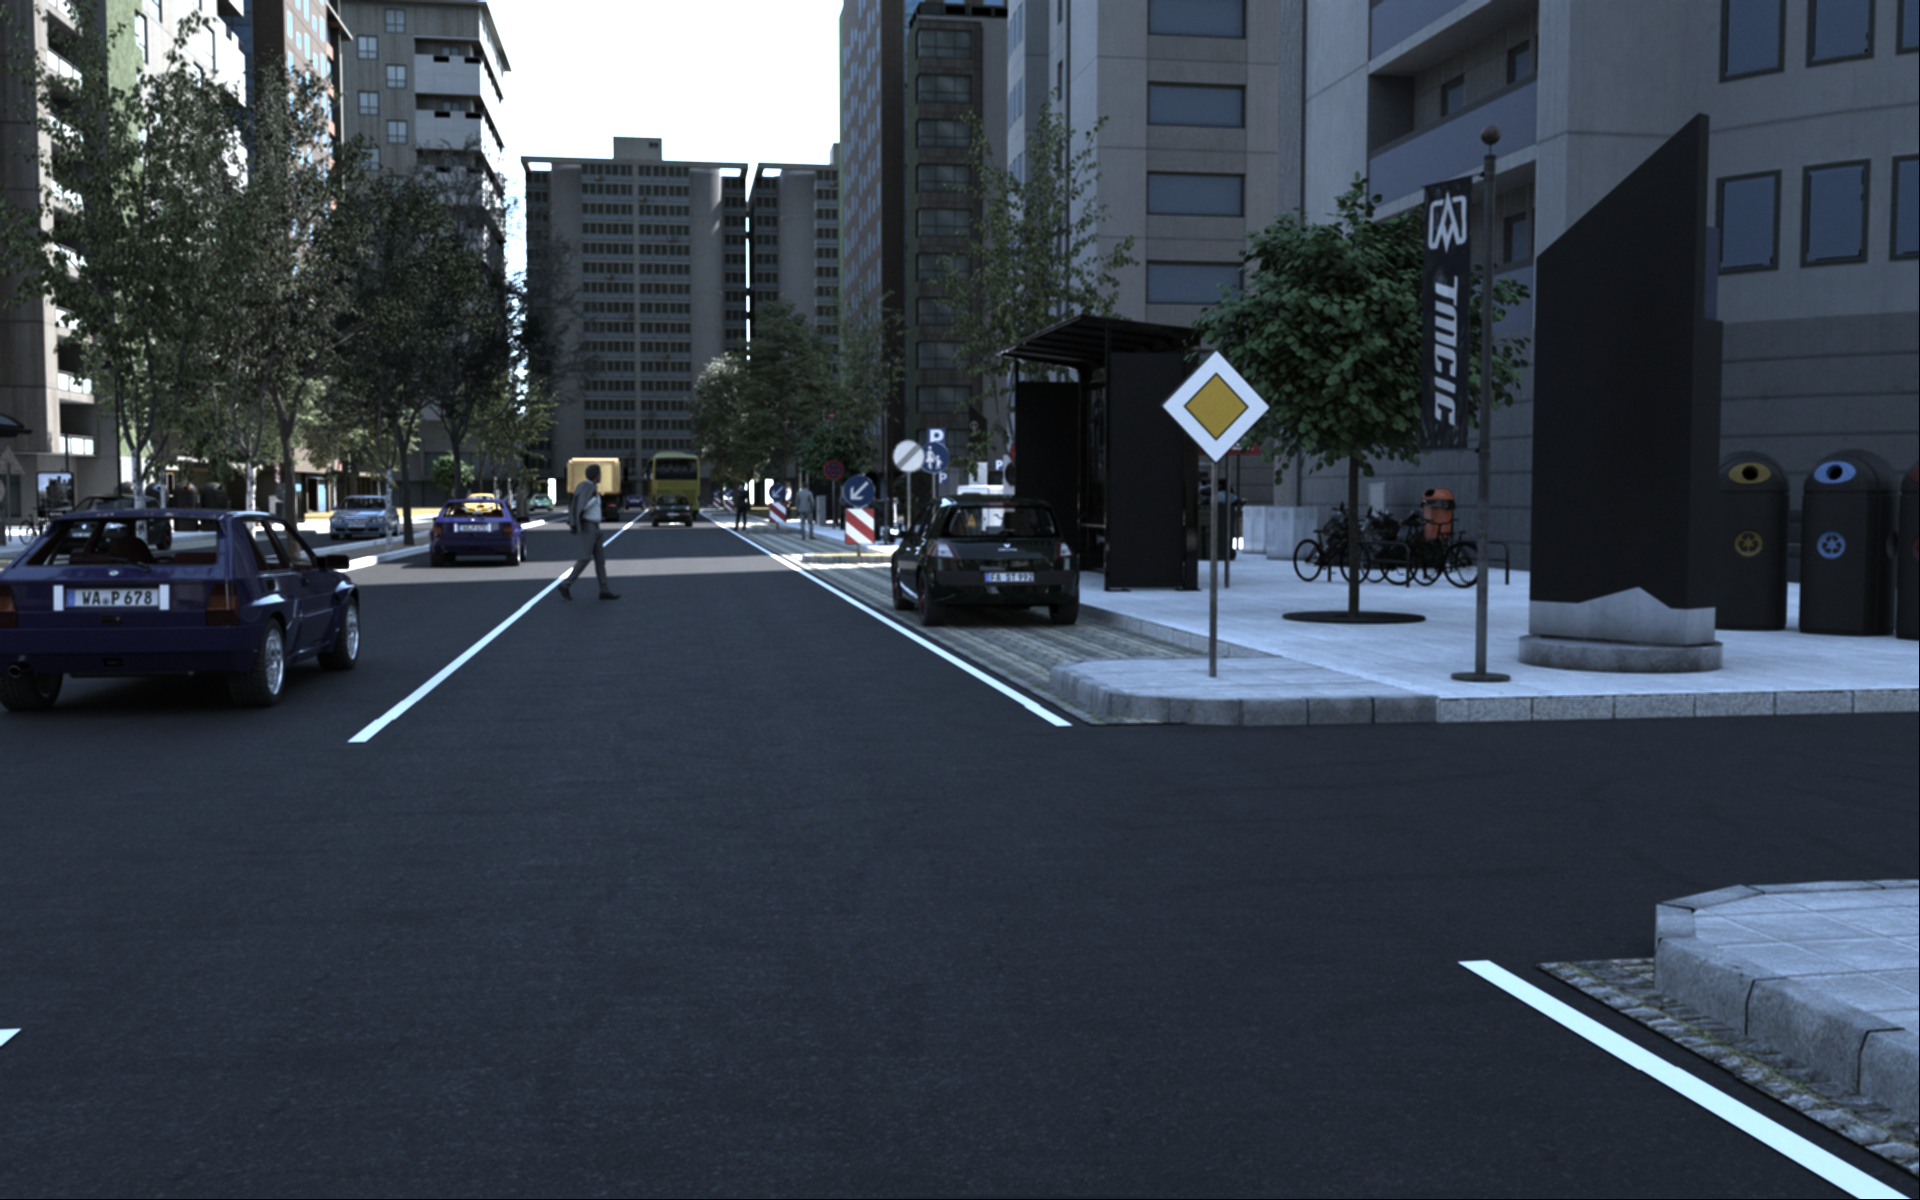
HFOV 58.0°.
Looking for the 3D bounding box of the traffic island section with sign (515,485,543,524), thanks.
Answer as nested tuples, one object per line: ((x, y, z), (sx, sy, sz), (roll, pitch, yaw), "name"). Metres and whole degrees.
((-21.311, -4.648, 84.139), (2.006, 1.907, 1.989), (-1, 4, -10), "traffic island section with sign")

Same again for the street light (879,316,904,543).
((-1.791, -4.428, 45.180), (0.468, 5.910, 1.993), (-1, 4, -10), "street light")

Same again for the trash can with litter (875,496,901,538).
((-1.815, -2.401, 50.311), (2.233, 1.210, 1.678), (-1, 4, -20), "trash can with litter")

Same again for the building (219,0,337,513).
((-50.188, -28.401, 114.468), (14.600, 45.320, 14.200), (-1, 4, -10), "building")

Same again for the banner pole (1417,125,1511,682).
((3.495, -1.349, 12.080), (0.401, 3.779, 0.863), (-2, 4, -28), "banner pole")

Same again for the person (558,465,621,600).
((-5.040, -0.910, 23.484), (0.850, 1.850, 0.679), (0, 4, 0), "person")

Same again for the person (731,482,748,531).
((-8.547, -3.643, 67.423), (0.648, 1.900, 0.474), (3, 5, 40), "person")

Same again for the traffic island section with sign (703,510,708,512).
((-19.650, -7.979, 139.089), (1.989, 1.847, 2.006), (-1, 4, -10), "traffic island section with sign")

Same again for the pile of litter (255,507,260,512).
((-27.415, -3.301, 67.940), (1.176, 0.858, 1.719), (1, 4, 10), "pile of litter")

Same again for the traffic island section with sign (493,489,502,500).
((-36.379, -7.812, 136.355), (1.989, 1.847, 2.006), (-1, 4, -10), "traffic island section with sign")

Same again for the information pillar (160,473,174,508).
((-27.804, -3.442, 60.768), (0.304, 2.012, 0.304), (1, 4, 20), "information pillar")

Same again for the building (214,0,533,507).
((-60.450, -36.409, 184.525), (27.495, 52.752, 28.713), (-1, 4, -10), "building")

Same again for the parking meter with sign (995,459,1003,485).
((2.501, -5.610, 87.991), (0.543, 3.016, 1.738), (3, 4, 37), "parking meter with sign")

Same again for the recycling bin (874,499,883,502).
((-3.675, -3.842, 75.366), (0.722, 1.027, 0.722), (-1, 4, -22), "recycling bin")

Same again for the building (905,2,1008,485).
((3.411, -20.509, 107.027), (14.160, 30.474, 14.107), (-1, 4, -10), "building")

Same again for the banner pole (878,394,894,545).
((-1.859, -3.250, 43.149), (0.401, 3.779, 0.863), (0, 4, 0), "banner pole")

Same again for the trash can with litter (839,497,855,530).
((-3.992, -3.102, 62.101), (0.624, 1.170, 1.055), (-1, 4, -14), "trash can with litter")

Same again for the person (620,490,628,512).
((-26.887, -7.842, 137.233), (1.217, 1.766, 0.721), (-3, 4, -36), "person")

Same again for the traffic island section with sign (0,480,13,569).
((-19.043, -1.529, 33.621), (1.989, 1.847, 2.006), (-1, 4, -10), "traffic island section with sign")

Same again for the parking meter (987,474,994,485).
((0.762, -2.701, 49.876), (0.399, 1.863, 0.255), (2, 4, 34), "parking meter")

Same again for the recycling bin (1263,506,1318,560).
((6.493, -1.304, 33.881), (0.722, 1.027, 0.722), (-2, 4, -34), "recycling bin")

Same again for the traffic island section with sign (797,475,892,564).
((-2.306, -1.700, 36.427), (1.989, 1.847, 2.006), (-1, 4, -10), "traffic island section with sign")

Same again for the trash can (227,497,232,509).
((-31.334, -3.790, 73.620), (0.748, 1.137, 0.748), (0, 3, 0), "trash can")

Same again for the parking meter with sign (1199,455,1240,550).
((5.559, -2.656, 39.683), (1.738, 3.016, 0.543), (0, 4, -5), "parking meter with sign")

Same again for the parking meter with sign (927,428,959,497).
((-0.310, -3.076, 46.550), (0.543, 3.016, 1.738), (1, 4, 21), "parking meter with sign")

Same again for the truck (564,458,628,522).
((-19.478, -5.905, 92.469), (3.469, 3.379, 9.791), (-1, 4, -11), "truck")

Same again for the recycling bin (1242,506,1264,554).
((6.569, -1.510, 37.249), (0.722, 1.027, 0.722), (-2, 4, -33), "recycling bin")

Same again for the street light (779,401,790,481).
((-8.705, -6.933, 86.135), (0.468, 5.910, 1.993), (-1, 4, -10), "street light")

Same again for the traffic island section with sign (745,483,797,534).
((-6.791, -3.326, 63.008), (1.989, 1.847, 2.006), (-1, 4, -10), "traffic island section with sign")

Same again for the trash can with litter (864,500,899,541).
((-2.179, -2.213, 47.576), (1.055, 1.170, 0.624), (1, 4, 20), "trash can with litter")

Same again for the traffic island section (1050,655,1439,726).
((1.793, 0.618, 12.170), (2.009, 0.180, 2.903), (-1, 4, -10), "traffic island section")

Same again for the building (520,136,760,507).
((-35.345, -30.517, 190.840), (23.993, 40.220, 32.217), (-1, 4, -10), "building")

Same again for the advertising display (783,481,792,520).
((-8.409, -4.844, 84.406), (0.123, 1.923, 0.974), (1, 4, 13), "advertising display")

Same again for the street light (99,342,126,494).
((-24.095, -4.696, 49.571), (0.468, 5.910, 1.993), (-1, 4, -10), "street light")

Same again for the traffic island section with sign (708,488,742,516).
((-15.148, -6.354, 112.511), (1.989, 1.847, 2.006), (-1, 4, -10), "traffic island section with sign")

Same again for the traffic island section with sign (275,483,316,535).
((-23.539, -3.157, 60.250), (1.989, 1.847, 2.006), (-1, 4, -10), "traffic island section with sign")

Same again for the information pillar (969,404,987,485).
((0.454, -3.274, 44.886), (0.504, 3.616, 0.183), (1, 4, 18), "information pillar")

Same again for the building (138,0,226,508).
((-54.718, -30.755, 92.076), (28.713, 52.752, 27.495), (-1, 4, -10), "building")

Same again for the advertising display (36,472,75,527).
((-26.077, -2.737, 49.958), (0.974, 1.923, 0.123), (-1, 4, -12), "advertising display")

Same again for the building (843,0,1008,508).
((-1.452, -29.626, 134.491), (14.600, 45.320, 14.200), (-1, 4, -10), "building")

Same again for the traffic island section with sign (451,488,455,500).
((-31.897, -6.186, 109.774), (1.989, 1.847, 2.006), (-1, 4, -10), "traffic island section with sign")

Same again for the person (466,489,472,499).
((-31.683, -6.282, 111.877), (0.621, 1.740, 0.551), (-1, 4, -15), "person")

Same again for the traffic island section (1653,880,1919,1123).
((3.123, 1.100, 4.296), (2.009, 0.180, 2.903), (-1, 4, -10), "traffic island section")

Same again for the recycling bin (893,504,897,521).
((-3.310, -4.350, 83.675), (0.722, 1.027, 0.722), (2, 4, 27), "recycling bin")

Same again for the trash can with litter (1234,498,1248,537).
((8.023, -2.428, 51.085), (0.624, 1.170, 1.055), (-2, 4, -26), "trash can with litter")

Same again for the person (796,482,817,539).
((-4.836, -2.798, 54.346), (0.635, 1.810, 0.391), (0, 4, 6), "person")

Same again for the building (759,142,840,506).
((-11.596, -30.728, 194.291), (23.993, 40.220, 32.217), (-1, 4, -10), "building")

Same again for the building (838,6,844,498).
((-3.521, -28.450, 148.758), (14.154, 41.232, 14.086), (-1, 4, -10), "building")

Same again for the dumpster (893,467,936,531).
((-1.303, -3.127, 53.627), (1.502, 2.255, 1.985), (-1, 4, -9), "dumpster")
